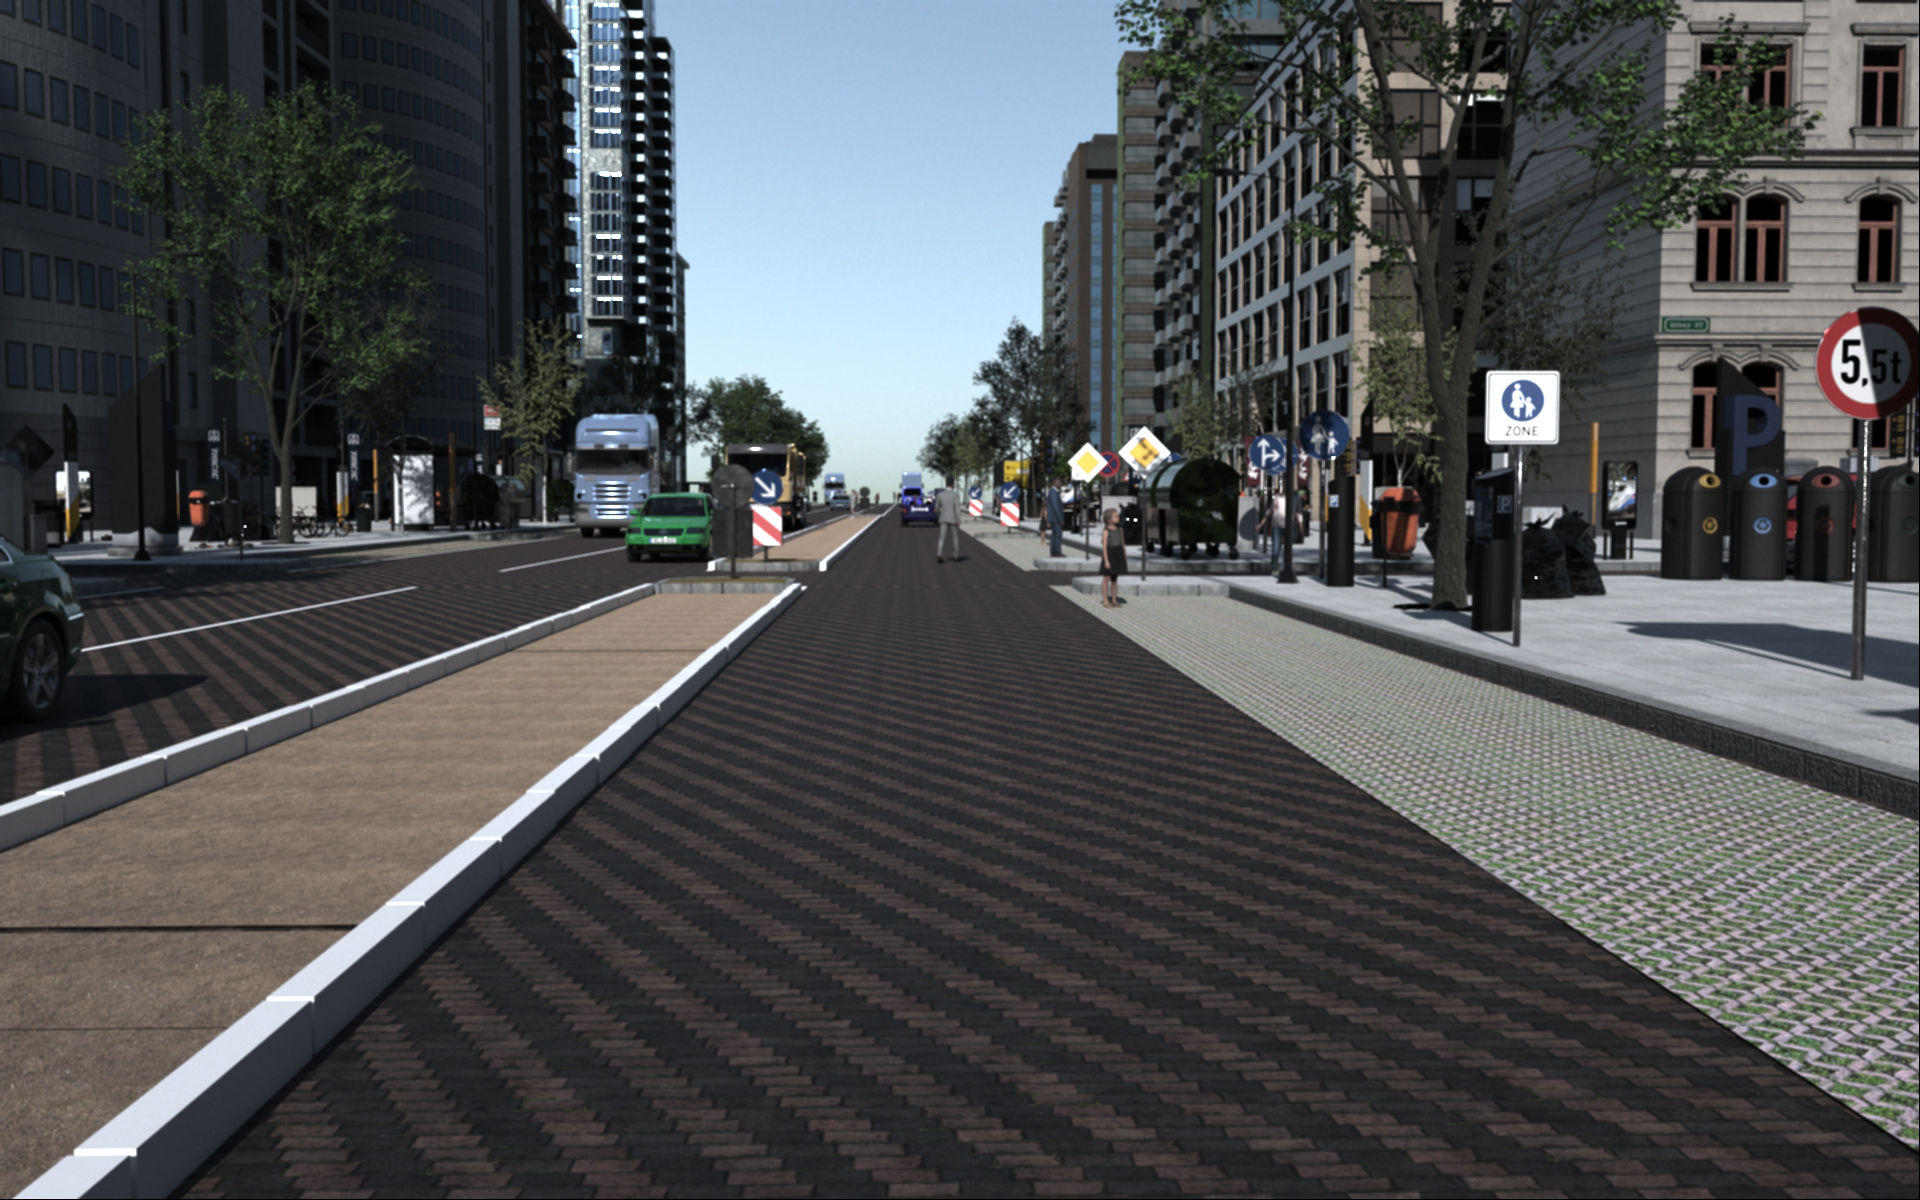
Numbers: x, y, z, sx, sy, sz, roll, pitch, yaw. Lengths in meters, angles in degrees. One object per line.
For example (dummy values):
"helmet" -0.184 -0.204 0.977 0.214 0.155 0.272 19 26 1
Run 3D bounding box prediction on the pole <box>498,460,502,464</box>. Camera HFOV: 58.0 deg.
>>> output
"pole" -25.737 -6.309 97.002 0.158 3.312 0.155 0 3 0

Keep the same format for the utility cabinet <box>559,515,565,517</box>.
"utility cabinet" -22.014 -5.199 93.683 1.173 1.500 0.318 -2 4 -26

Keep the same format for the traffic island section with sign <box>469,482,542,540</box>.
"traffic island section with sign" -14.437 -2.847 55.181 1.989 1.847 2.006 0 4 -2

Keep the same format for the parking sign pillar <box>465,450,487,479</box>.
"parking sign pillar" -25.988 -6.403 93.169 1.447 3.967 1.447 2 4 30

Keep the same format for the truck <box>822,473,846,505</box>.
"truck" -16.284 -14.742 230.784 2.967 4.110 18.799 0 4 -1

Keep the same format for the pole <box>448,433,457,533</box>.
"pole" -16.912 -3.908 57.731 0.158 3.312 0.155 0 3 0

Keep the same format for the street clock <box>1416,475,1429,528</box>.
"street clock" 17.631 -3.759 66.031 0.358 2.002 0.471 -2 4 -32

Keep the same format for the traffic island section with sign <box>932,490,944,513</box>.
"traffic island section with sign" -0.917 -7.643 133.583 1.989 1.847 2.006 0 4 -2

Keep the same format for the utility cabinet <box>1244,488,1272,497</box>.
"utility cabinet" 10.795 -3.320 62.959 0.318 1.500 1.173 -3 5 -43

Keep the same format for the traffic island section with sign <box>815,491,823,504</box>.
"traffic island section with sign" -20.186 -14.274 242.011 1.989 1.847 2.006 0 4 -2

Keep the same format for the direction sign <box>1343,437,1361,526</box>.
"direction sign" 15.646 -4.702 68.868 0.876 3.537 0.379 3 4 36

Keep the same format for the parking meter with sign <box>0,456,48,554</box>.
"parking meter with sign" -19.101 -2.342 34.553 0.543 3.016 1.738 1 4 19

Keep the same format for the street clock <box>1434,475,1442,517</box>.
"street clock" 18.258 -3.766 66.136 0.358 2.002 0.471 1 4 14

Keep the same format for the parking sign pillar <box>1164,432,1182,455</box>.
"parking sign pillar" 8.937 -5.296 75.063 1.447 3.967 1.447 -1 4 -10

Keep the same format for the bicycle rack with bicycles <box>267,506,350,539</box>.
"bicycle rack with bicycles" -19.492 -2.316 51.251 2.925 0.926 2.852 -3 5 -42

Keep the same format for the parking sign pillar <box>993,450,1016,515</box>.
"parking sign pillar" 2.785 -7.221 106.533 1.447 3.967 1.447 0 4 2

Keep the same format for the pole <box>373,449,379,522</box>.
"pole" -26.683 -5.217 79.145 0.158 3.312 0.155 0 3 0

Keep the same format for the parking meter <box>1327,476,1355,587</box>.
"parking meter" 5.284 -0.955 24.019 0.372 1.533 0.369 0 3 0

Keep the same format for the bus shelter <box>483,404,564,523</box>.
"bus shelter" -20.283 -6.275 80.224 2.179 5.291 8.768 0 4 -2

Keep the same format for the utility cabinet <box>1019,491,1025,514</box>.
"utility cabinet" 3.732 -6.100 108.408 0.318 1.500 1.173 -1 4 -20

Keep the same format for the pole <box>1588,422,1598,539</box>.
"pole" 18.055 -3.396 49.370 0.158 3.312 0.155 0 3 0

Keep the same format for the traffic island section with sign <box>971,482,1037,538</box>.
"traffic island section with sign" 1.464 -2.926 56.464 1.989 1.847 2.006 0 4 -2

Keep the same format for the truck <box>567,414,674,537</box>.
"truck" -11.688 -4.553 64.195 2.967 4.110 18.799 0 4 -3

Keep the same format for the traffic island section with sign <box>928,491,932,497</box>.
"traffic island section with sign" -1.746 -9.290 160.526 1.989 1.847 2.006 0 4 -2

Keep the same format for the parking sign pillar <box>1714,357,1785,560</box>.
"parking sign pillar" 15.603 -2.798 34.223 1.447 3.967 1.447 -1 4 -15

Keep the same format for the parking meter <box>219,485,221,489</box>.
"parking meter" -28.498 -3.703 66.247 0.399 1.863 0.255 -2 4 -35

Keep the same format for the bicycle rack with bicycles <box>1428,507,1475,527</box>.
"bicycle rack with bicycles" 14.432 -2.137 48.322 2.852 0.926 2.925 0 4 6

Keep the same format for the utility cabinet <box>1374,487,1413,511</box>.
"utility cabinet" 12.864 -2.616 51.446 0.318 1.500 1.173 -3 4 -38

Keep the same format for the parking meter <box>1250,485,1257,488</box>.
"parking meter" 14.268 -4.790 84.032 0.255 1.863 0.399 2 4 34

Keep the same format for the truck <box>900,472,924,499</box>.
"truck" -5.783 -13.391 208.698 2.967 4.110 18.799 0 4 -2

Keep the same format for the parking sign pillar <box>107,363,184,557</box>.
"parking sign pillar" -17.014 -2.912 36.078 1.447 3.967 1.447 1 4 14

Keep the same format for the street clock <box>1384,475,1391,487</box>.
"street clock" 16.291 -3.763 66.090 0.358 2.002 0.471 1 4 10

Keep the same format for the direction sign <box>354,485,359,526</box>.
"direction sign" -24.326 -4.768 69.947 0.379 3.537 0.876 0 4 -6

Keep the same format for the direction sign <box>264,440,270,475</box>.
"direction sign" -29.092 -4.903 72.161 0.379 3.537 0.876 2 4 23

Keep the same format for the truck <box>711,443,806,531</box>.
"truck" -7.676 -4.442 68.554 3.469 3.379 9.791 0 4 -1

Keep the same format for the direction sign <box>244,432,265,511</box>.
"direction sign" -26.049 -4.382 63.637 0.876 3.537 0.379 3 5 44

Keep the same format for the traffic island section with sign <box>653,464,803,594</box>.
"traffic island section with sign" -3.432 -1.071 25.653 2.006 1.907 1.989 0 4 -2

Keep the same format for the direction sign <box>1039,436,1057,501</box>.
"direction sign" 3.365 -4.666 68.283 0.379 3.537 0.876 -2 4 -30

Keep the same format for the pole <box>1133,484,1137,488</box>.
"pole" 8.869 -5.748 87.821 0.158 3.312 0.155 0 3 0

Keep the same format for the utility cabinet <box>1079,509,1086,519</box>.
"utility cabinet" 6.513 -4.806 89.739 0.306 1.237 1.020 -1 4 -19

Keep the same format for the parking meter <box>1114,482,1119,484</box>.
"parking meter" 7.289 -4.544 80.012 0.399 1.863 0.255 1 4 12

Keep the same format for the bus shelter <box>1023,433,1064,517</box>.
"bus shelter" 4.830 -7.478 99.895 2.179 5.291 8.768 0 4 -2

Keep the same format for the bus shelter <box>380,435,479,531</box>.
"bus shelter" -18.894 -4.165 62.018 2.014 3.302 5.546 0 4 -2

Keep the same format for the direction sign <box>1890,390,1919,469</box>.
"direction sign" 20.113 -2.734 36.704 0.379 3.537 0.876 -2 4 -28

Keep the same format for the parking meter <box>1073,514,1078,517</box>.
"parking meter" 6.464 -5.454 97.582 0.372 1.533 0.369 0 3 0

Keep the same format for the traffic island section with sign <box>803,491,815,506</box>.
"traffic island section with sign" -19.353 -12.612 214.840 1.989 1.847 2.006 0 4 -2

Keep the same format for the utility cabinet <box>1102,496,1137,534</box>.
"utility cabinet" 4.614 -2.384 50.133 1.020 1.237 0.306 2 4 34

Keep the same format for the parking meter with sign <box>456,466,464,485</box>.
"parking meter with sign" -30.931 -6.761 106.810 0.543 3.016 1.738 0 4 3

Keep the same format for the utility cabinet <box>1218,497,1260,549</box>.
"utility cabinet" 6.477 -1.793 40.481 1.020 1.237 0.306 3 4 36

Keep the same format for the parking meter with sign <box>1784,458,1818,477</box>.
"parking meter with sign" 17.740 -2.470 36.650 1.738 3.016 0.543 0 4 6

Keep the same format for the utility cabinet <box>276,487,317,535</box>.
"utility cabinet" -20.638 -2.763 53.858 1.173 1.500 0.318 -1 4 -22

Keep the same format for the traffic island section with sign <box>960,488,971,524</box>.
"traffic island section with sign" 0.612 -4.574 83.406 1.989 1.847 2.006 0 4 -2
